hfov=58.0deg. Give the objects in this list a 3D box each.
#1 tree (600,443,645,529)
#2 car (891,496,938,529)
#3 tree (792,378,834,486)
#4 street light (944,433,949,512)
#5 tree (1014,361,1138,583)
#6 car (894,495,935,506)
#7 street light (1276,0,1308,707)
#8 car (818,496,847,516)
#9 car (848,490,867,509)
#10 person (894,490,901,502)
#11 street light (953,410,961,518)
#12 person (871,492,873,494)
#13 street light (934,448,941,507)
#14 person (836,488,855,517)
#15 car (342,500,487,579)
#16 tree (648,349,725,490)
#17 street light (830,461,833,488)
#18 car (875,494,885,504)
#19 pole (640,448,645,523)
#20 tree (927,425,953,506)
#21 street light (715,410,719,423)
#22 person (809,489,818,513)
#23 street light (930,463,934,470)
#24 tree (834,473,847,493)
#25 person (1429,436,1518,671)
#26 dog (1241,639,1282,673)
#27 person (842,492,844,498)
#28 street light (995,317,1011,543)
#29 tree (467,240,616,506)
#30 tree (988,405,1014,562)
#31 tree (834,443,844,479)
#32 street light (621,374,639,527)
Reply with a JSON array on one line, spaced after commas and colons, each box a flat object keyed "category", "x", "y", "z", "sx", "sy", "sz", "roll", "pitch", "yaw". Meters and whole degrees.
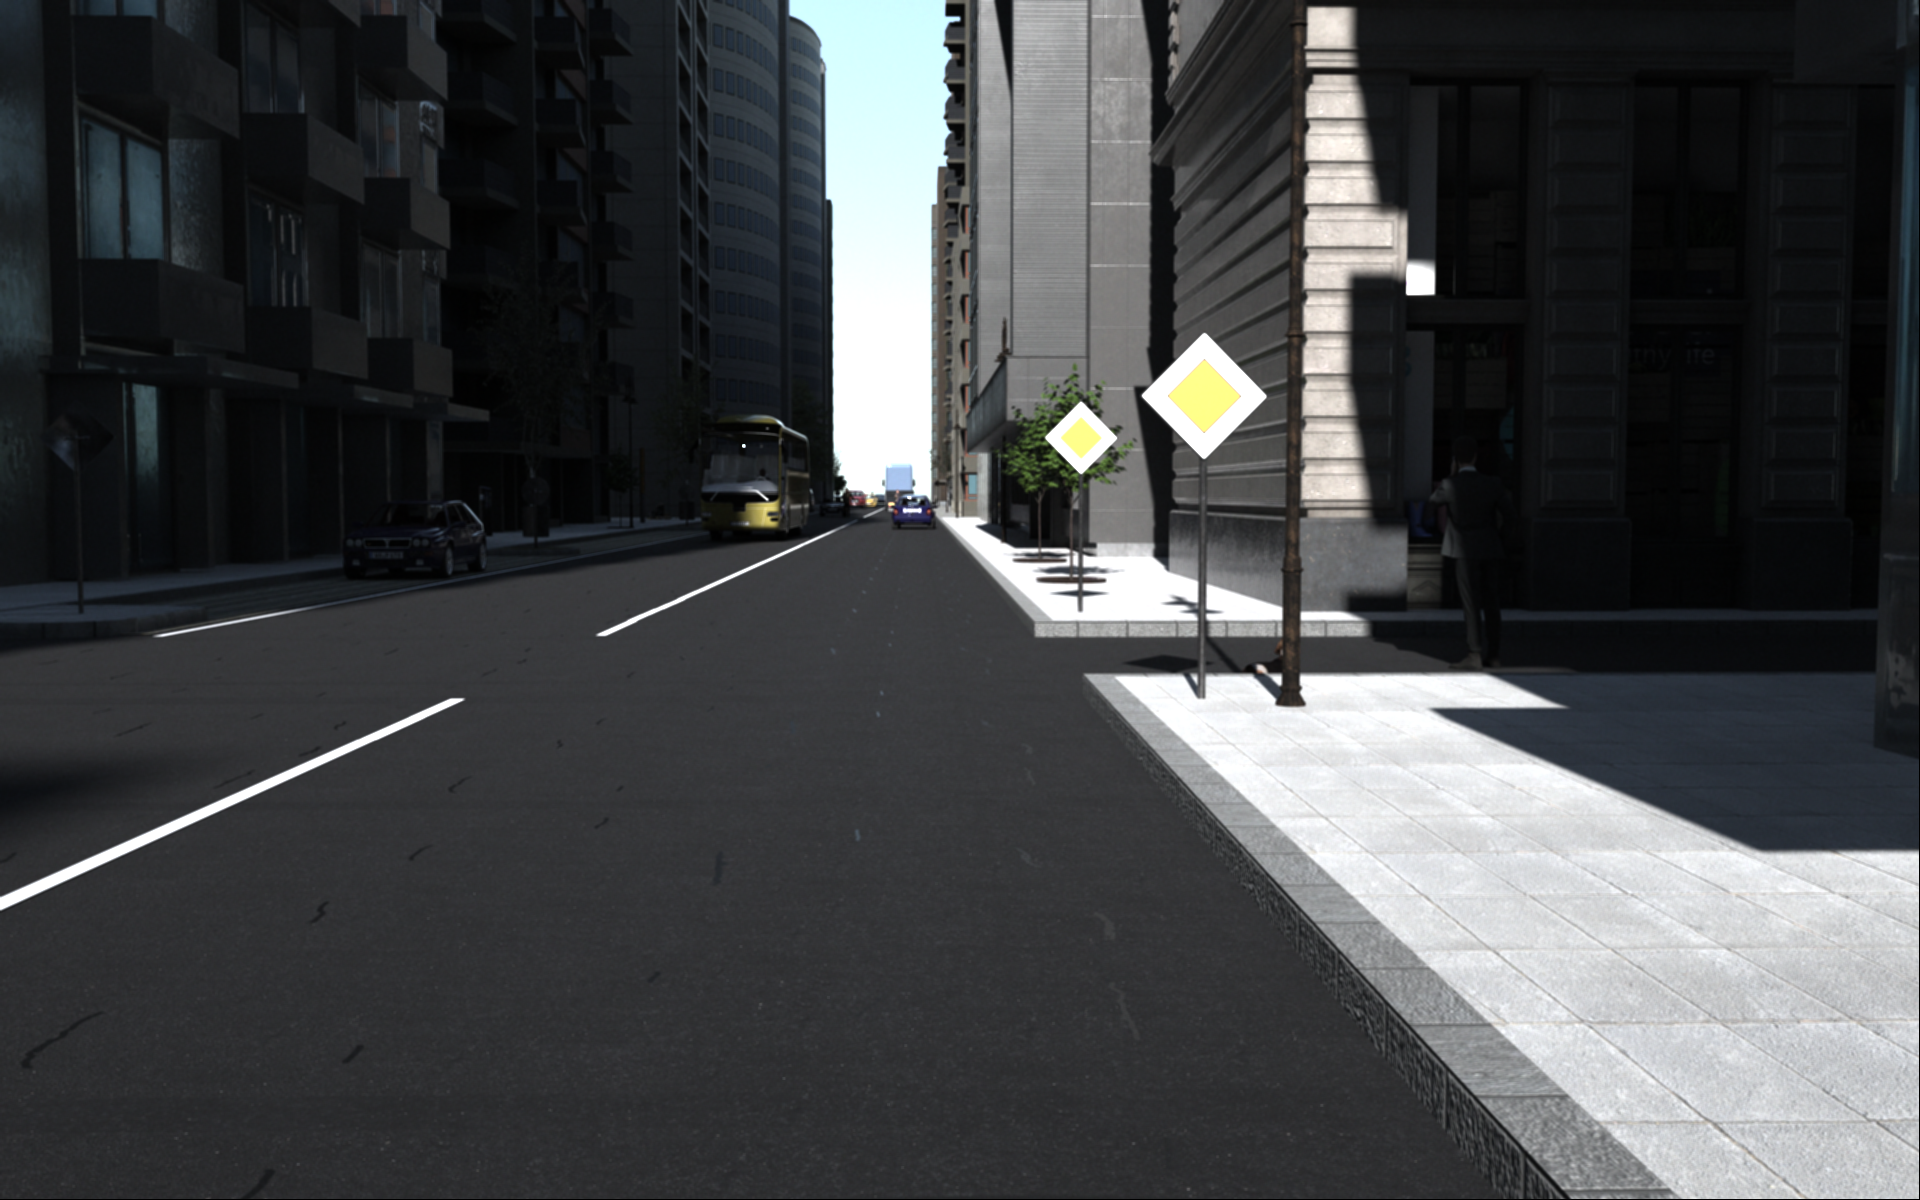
[{"category": "tree", "x": -12.612, "y": -4.302, "z": 64.939, "sx": 1.663, "sy": 3.219, "sz": 1.824, "roll": 0, "pitch": 3, "yaw": 0}, {"category": "car", "x": -1.911, "y": -3.620, "z": 71.775, "sx": 1.945, "sy": 1.354, "sz": 3.894, "roll": 0, "pitch": 4, "yaw": 0}, {"category": "tree", "x": -16.250, "y": -15.399, "z": 169.904, "sx": 7.486, "sy": 12.596, "sz": 7.792, "roll": 0, "pitch": 3, "yaw": 0}, {"category": "street light", "x": -0.907, "y": -9.095, "z": 121.487, "sx": 0.468, "sy": 5.910, "sz": 1.993, "roll": 0, "pitch": 4, "yaw": -1}, {"category": "tree", "x": 1.763, "y": -1.876, "z": 25.267, "sx": 1.663, "sy": 3.219, "sz": 1.824, "roll": 0, "pitch": 3, "yaw": 0}, {"category": "car", "x": -2.181, "y": -4.363, "z": 83.331, "sx": 2.014, "sy": 1.417, "sz": 4.499, "roll": 0, "pitch": 4, "yaw": -1}, {"category": "street light", "x": 2.010, "y": -2.297, "z": 10.350, "sx": 0.468, "sy": 5.910, "sz": 1.993, "roll": 0, "pitch": 4, "yaw": -1}, {"category": "car", "x": -8.229, "y": -6.125, "z": 112.728, "sx": 1.945, "sy": 1.354, "sz": 3.894, "roll": 0, "pitch": 4, "yaw": -2}, {"category": "car", "x": -10.069, "y": -9.678, "z": 166.912, "sx": 2.281, "sy": 1.827, "sz": 5.304, "roll": 0, "pitch": 4, "yaw": -2}, {"category": "person", "x": -4.750, "y": -7.606, "z": 133.389, "sx": 0.617, "sy": 1.759, "sz": 0.750, "roll": -1, "pitch": 4, "yaw": -18}, {"category": "street light", "x": -0.149, "y": -7.385, "z": 93.534, "sx": 0.468, "sy": 5.910, "sz": 1.993, "roll": 0, "pitch": 4, "yaw": -1}, {"category": "person", "x": -10.792, "y": -12.586, "z": 214.994, "sx": 0.721, "sy": 1.735, "sz": 1.217, "roll": -3, "pitch": 4, "yaw": -36}, {"category": "street light", "x": -2.080, "y": -12.060, "z": 169.967, "sx": 0.468, "sy": 5.910, "sz": 1.993, "roll": 0, "pitch": 4, "yaw": -1}, {"category": "person", "x": -6.996, "y": -6.007, "z": 106.810, "sx": 1.348, "sy": 1.812, "sz": 0.705, "roll": 2, "pitch": 4, "yaw": 27}, {"category": "car", "x": -9.517, "y": -1.088, "z": 30.370, "sx": 1.945, "sy": 1.354, "sz": 3.894, "roll": 0, "pitch": 4, "yaw": -3}, {"category": "tree", "x": -13.999, "y": -8.450, "z": 88.527, "sx": 4.737, "sy": 8.622, "sz": 4.395, "roll": 0, "pitch": 3, "yaw": 0}, {"category": "street light", "x": -16.834, "y": -15.572, "z": 227.387, "sx": 0.468, "sy": 5.910, "sz": 1.993, "roll": 0, "pitch": 4, "yaw": -1}, {"category": "car", "x": -11.486, "y": -14.428, "z": 247.689, "sx": 2.131, "sy": 1.459, "sz": 4.920, "roll": 0, "pitch": 4, "yaw": -2}, {"category": "pole", "x": -14.143, "y": -5.091, "z": 77.088, "sx": 0.158, "sy": 3.312, "sz": 0.155, "roll": 0, "pitch": 3, "yaw": 0}, {"category": "tree", "x": -1.347, "y": -14.085, "z": 180.655, "sx": 4.360, "sy": 8.622, "sz": 3.978, "roll": 0, "pitch": 3, "yaw": 0}, {"category": "street light", "x": -13.395, "y": -7.507, "z": 95.529, "sx": 0.468, "sy": 5.910, "sz": 1.993, "roll": 0, "pitch": 4, "yaw": -1}, {"category": "person", "x": -11.327, "y": -7.436, "z": 130.077, "sx": 1.348, "sy": 1.824, "sz": 0.705, "roll": 0, "pitch": 4, "yaw": 4}, {"category": "street light", "x": -2.990, "y": -14.120, "z": 203.647, "sx": 0.468, "sy": 5.910, "sz": 1.993, "roll": 0, "pitch": 4, "yaw": -1}, {"category": "tree", "x": -17.896, "y": -16.347, "z": 250.985, "sx": 4.285, "sy": 4.588, "sz": 4.351, "roll": 0, "pitch": 3, "yaw": 0}, {"category": "person", "x": 4.176, "y": -0.386, "z": 14.174, "sx": 0.648, "sy": 1.900, "sz": 0.474, "roll": -1, "pitch": 4, "yaw": -16}, {"category": "dog", "x": 2.295, "y": 0.436, "z": 13.069, "sx": 0.748, "sy": 0.427, "sz": 0.550, "roll": 1, "pitch": 4, "yaw": 14}, {"category": "person", "x": -13.265, "y": -11.488, "z": 197.253, "sx": 0.530, "sy": 1.710, "sz": 0.541, "roll": 2, "pitch": 4, "yaw": 31}, {"category": "street light", "x": 1.160, "y": -4.443, "z": 45.436, "sx": 0.468, "sy": 5.910, "sz": 1.993, "roll": 0, "pitch": 4, "yaw": -1}, {"category": "tree", "x": -12.482, "y": -6.177, "z": 51.356, "sx": 4.360, "sy": 8.622, "sz": 3.978, "roll": 0, "pitch": 3, "yaw": 0}, {"category": "tree", "x": 1.567, "y": -2.326, "z": 32.625, "sx": 1.663, "sy": 3.219, "sz": 1.824, "roll": 0, "pitch": 3, "yaw": 0}, {"category": "tree", "x": -18.164, "y": -18.018, "z": 244.962, "sx": 4.360, "sy": 8.622, "sz": 3.978, "roll": 0, "pitch": 3, "yaw": 0}, {"category": "street light", "x": -12.746, "y": -5.763, "z": 67.006, "sx": 0.468, "sy": 5.910, "sz": 1.993, "roll": 0, "pitch": 4, "yaw": -1}]
